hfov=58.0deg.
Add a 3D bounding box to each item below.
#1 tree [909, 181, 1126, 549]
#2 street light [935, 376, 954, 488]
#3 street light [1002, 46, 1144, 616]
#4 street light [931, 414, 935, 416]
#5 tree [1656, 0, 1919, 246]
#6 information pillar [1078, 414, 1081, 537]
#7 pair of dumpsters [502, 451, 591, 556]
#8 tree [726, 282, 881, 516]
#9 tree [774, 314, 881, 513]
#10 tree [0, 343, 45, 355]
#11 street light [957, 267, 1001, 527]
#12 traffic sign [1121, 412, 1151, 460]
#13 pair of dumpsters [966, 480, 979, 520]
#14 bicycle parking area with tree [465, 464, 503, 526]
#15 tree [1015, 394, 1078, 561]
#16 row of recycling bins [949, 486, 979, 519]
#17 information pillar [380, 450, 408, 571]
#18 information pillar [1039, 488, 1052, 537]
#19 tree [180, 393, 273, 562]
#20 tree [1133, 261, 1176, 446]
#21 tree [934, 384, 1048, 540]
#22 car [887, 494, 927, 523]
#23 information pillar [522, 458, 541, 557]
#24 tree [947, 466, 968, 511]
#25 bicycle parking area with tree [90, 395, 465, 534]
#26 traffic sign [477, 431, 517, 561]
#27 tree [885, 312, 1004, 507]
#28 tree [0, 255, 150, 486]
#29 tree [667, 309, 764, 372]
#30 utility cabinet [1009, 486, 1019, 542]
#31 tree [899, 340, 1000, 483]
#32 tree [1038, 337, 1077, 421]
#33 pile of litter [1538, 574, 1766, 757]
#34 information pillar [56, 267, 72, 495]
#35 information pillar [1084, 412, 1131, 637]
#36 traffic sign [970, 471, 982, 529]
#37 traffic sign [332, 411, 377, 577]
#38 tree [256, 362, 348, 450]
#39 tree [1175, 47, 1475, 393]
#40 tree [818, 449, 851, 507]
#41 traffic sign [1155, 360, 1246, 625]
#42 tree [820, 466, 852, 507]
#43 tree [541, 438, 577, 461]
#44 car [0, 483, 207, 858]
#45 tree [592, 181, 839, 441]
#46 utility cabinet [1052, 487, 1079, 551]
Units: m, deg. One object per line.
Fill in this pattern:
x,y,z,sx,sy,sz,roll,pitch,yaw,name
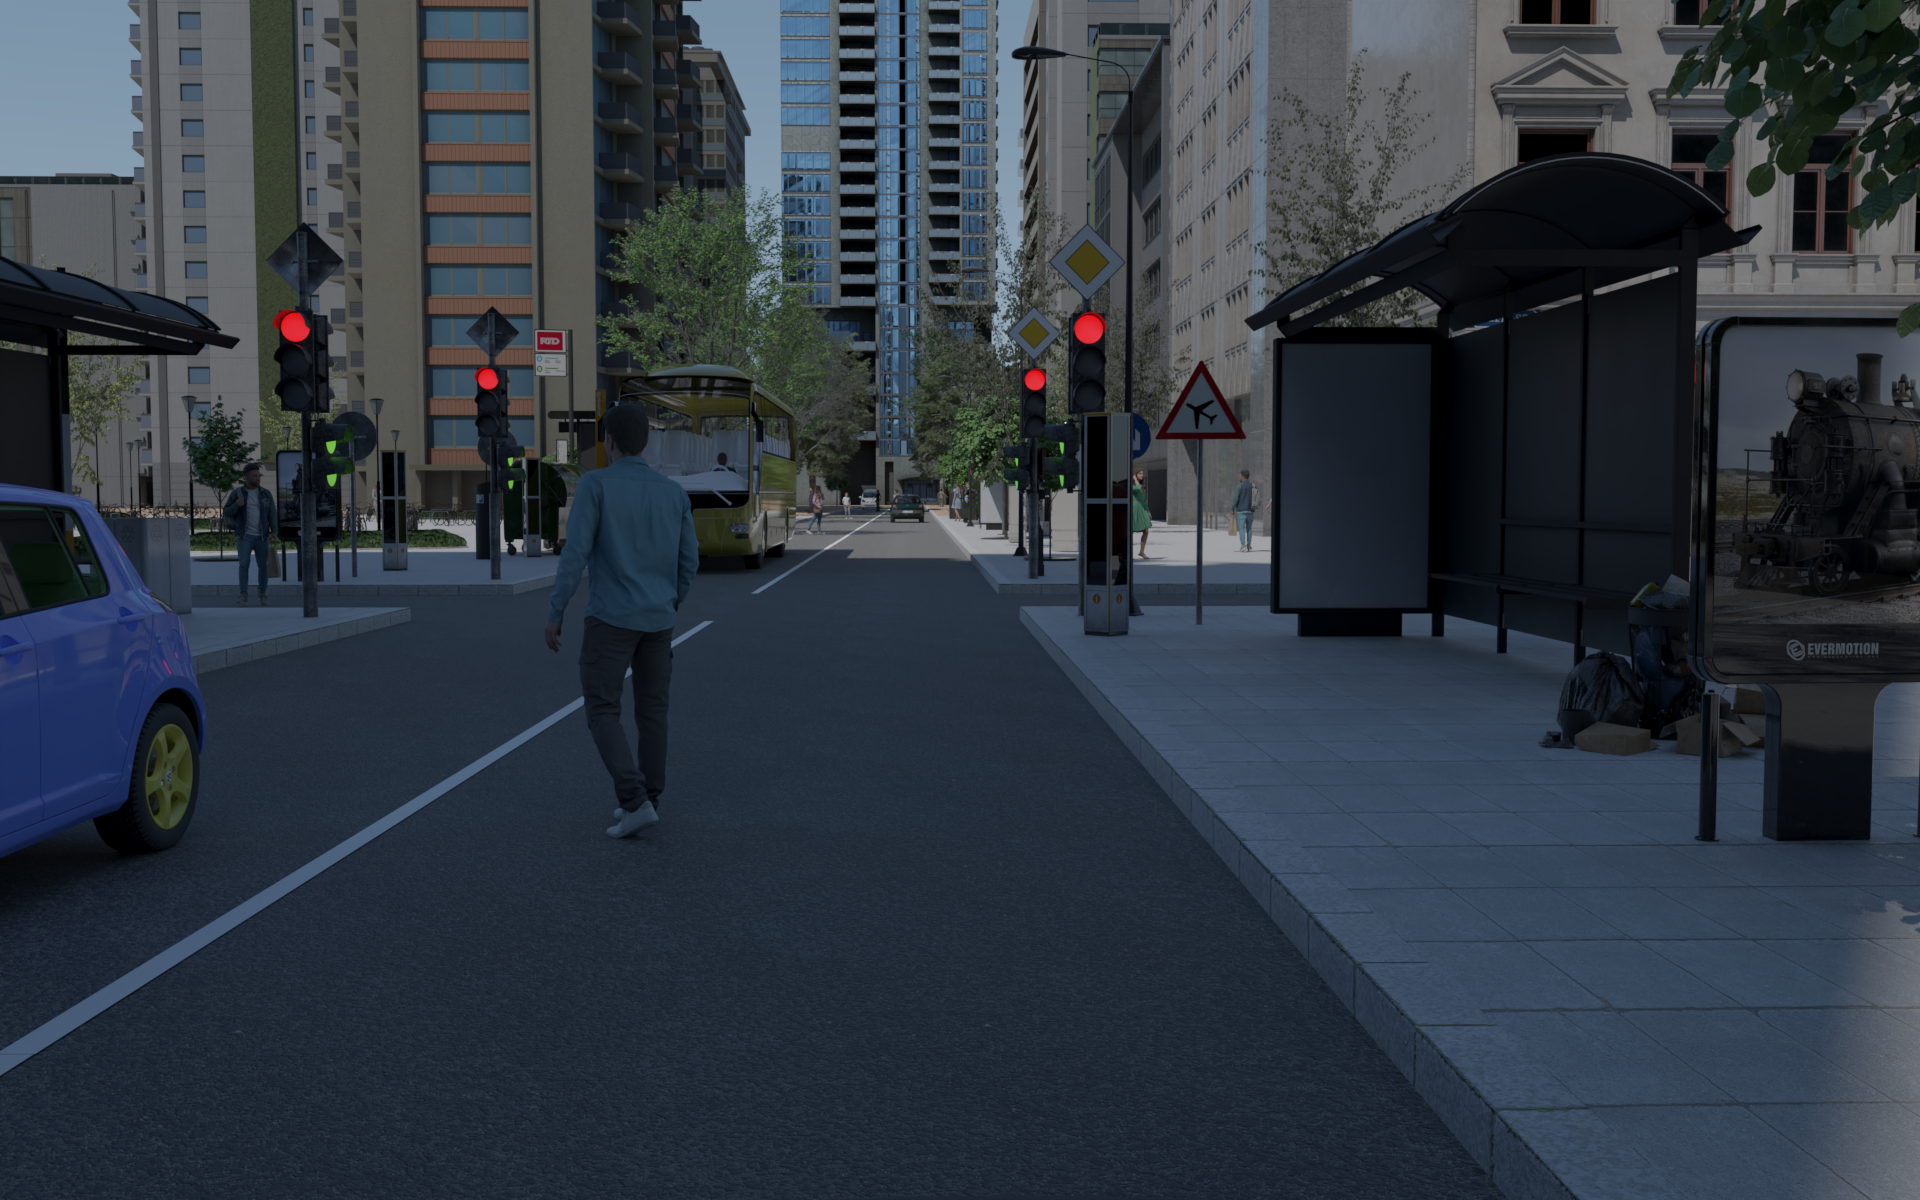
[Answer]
1.246,-5.501,40.309,4.360,8.622,3.978,0,3,0,tree
-0.134,-5.841,68.037,1.470,5.913,1.316,0,4,-2,street light
1.234,-2.790,18.158,1.470,5.913,1.316,0,4,-2,street light
-0.991,-7.851,100.905,1.470,5.913,1.316,0,4,-2,street light
3.312,-1.218,3.633,4.285,4.588,4.351,0,3,0,tree
2.208,-2.305,29.040,0.504,3.616,0.183,-2,4,-30,information pillar
-8.971,-2.171,37.996,1.574,2.255,4.437,0,4,-1,pair of dumpsters
-9.847,-11.591,99.887,12.009,13.543,11.850,0,3,0,tree
-9.962,-12.888,117.368,9.857,13.997,8.962,0,3,0,tree
-39.078,-7.398,71.317,4.360,8.622,3.978,0,3,0,tree
0.719,-3.856,35.593,1.470,5.913,1.316,0,4,-2,street light
2.571,-1.633,26.812,0.768,2.556,0.104,0,4,4,traffic sign
1.115,-4.941,83.273,1.574,2.255,4.437,0,4,-2,pair of dumpsters
-17.244,-5.115,70.628,8.231,4.147,9.016,-3,5,-39,bicycle parking area with tree
1.880,-2.377,33.471,1.663,3.219,1.824,0,3,0,tree
0.597,-5.083,90.212,1.069,1.692,3.534,2,4,30,row of recycling bins
-9.467,-1.498,28.980,0.304,2.012,0.304,1,4,15,information pillar
2.568,-2.929,52.381,0.304,2.012,0.304,-2,4,-29,information pillar
-14.078,-2.365,33.270,1.663,3.219,1.824,0,3,0,tree
5.381,-6.434,55.561,4.360,8.622,3.978,0,3,0,tree
1.224,-4.004,49.175,4.285,4.588,4.351,0,3,0,tree
-2.687,-4.768,87.740,2.009,1.686,4.222,0,4,-2,car
-8.692,-1.876,35.157,0.304,2.012,0.304,-2,4,-27,information pillar
-0.501,-8.308,130.441,1.663,3.219,1.824,0,3,0,tree
-19.971,-3.924,51.160,8.231,4.147,9.016,0,4,-3,bicycle parking area with tree
-8.851,-2.022,33.161,0.768,2.556,0.104,0,4,-1,traffic sign
-1.243,-19.644,177.074,12.611,20.169,13.585,0,3,0,tree
-27.789,-6.360,54.346,4.737,8.622,4.395,0,3,0,tree
-9.324,-7.144,67.173,4.360,8.622,3.978,0,3,0,tree
1.473,-2.278,45.916,0.318,1.500,1.173,0,4,6,utility cabinet
-0.233,-14.553,144.593,9.857,13.997,8.962,0,3,0,tree
4.926,-7.841,78.566,4.737,8.622,4.395,0,3,0,tree
3.825,0.309,8.907,1.719,0.858,1.176,0,4,6,pile of litter
-9.390,-1.638,18.137,0.183,3.616,0.504,-2,4,-34,information pillar
1.332,-0.686,15.712,0.304,2.012,0.304,3,5,42,information pillar
0.764,-3.916,64.135,0.768,2.556,0.104,0,4,6,traffic sign
-9.348,-1.625,26.670,0.768,2.556,0.104,0,4,3,traffic sign
-33.095,-8.405,87.776,4.737,8.622,4.395,0,3,0,tree
6.727,-4.856,29.751,4.360,8.622,3.978,0,3,0,tree
-12.141,-13.278,167.455,4.360,8.622,3.978,0,3,0,tree
2.350,-1.037,16.958,0.884,2.594,0.081,0,4,2,traffic sign
-12.644,-11.778,176.289,4.285,4.588,4.351,0,3,0,tree
-22.169,-7.046,98.912,4.285,4.588,4.351,0,3,0,tree
-3.996,0.239,5.678,1.945,1.707,3.694,0,4,-1,car
-8.462,-8.108,58.321,9.928,11.665,9.643,0,3,0,tree
2.641,-1.811,38.286,1.173,1.500,0.318,2,4,25,utility cabinet
